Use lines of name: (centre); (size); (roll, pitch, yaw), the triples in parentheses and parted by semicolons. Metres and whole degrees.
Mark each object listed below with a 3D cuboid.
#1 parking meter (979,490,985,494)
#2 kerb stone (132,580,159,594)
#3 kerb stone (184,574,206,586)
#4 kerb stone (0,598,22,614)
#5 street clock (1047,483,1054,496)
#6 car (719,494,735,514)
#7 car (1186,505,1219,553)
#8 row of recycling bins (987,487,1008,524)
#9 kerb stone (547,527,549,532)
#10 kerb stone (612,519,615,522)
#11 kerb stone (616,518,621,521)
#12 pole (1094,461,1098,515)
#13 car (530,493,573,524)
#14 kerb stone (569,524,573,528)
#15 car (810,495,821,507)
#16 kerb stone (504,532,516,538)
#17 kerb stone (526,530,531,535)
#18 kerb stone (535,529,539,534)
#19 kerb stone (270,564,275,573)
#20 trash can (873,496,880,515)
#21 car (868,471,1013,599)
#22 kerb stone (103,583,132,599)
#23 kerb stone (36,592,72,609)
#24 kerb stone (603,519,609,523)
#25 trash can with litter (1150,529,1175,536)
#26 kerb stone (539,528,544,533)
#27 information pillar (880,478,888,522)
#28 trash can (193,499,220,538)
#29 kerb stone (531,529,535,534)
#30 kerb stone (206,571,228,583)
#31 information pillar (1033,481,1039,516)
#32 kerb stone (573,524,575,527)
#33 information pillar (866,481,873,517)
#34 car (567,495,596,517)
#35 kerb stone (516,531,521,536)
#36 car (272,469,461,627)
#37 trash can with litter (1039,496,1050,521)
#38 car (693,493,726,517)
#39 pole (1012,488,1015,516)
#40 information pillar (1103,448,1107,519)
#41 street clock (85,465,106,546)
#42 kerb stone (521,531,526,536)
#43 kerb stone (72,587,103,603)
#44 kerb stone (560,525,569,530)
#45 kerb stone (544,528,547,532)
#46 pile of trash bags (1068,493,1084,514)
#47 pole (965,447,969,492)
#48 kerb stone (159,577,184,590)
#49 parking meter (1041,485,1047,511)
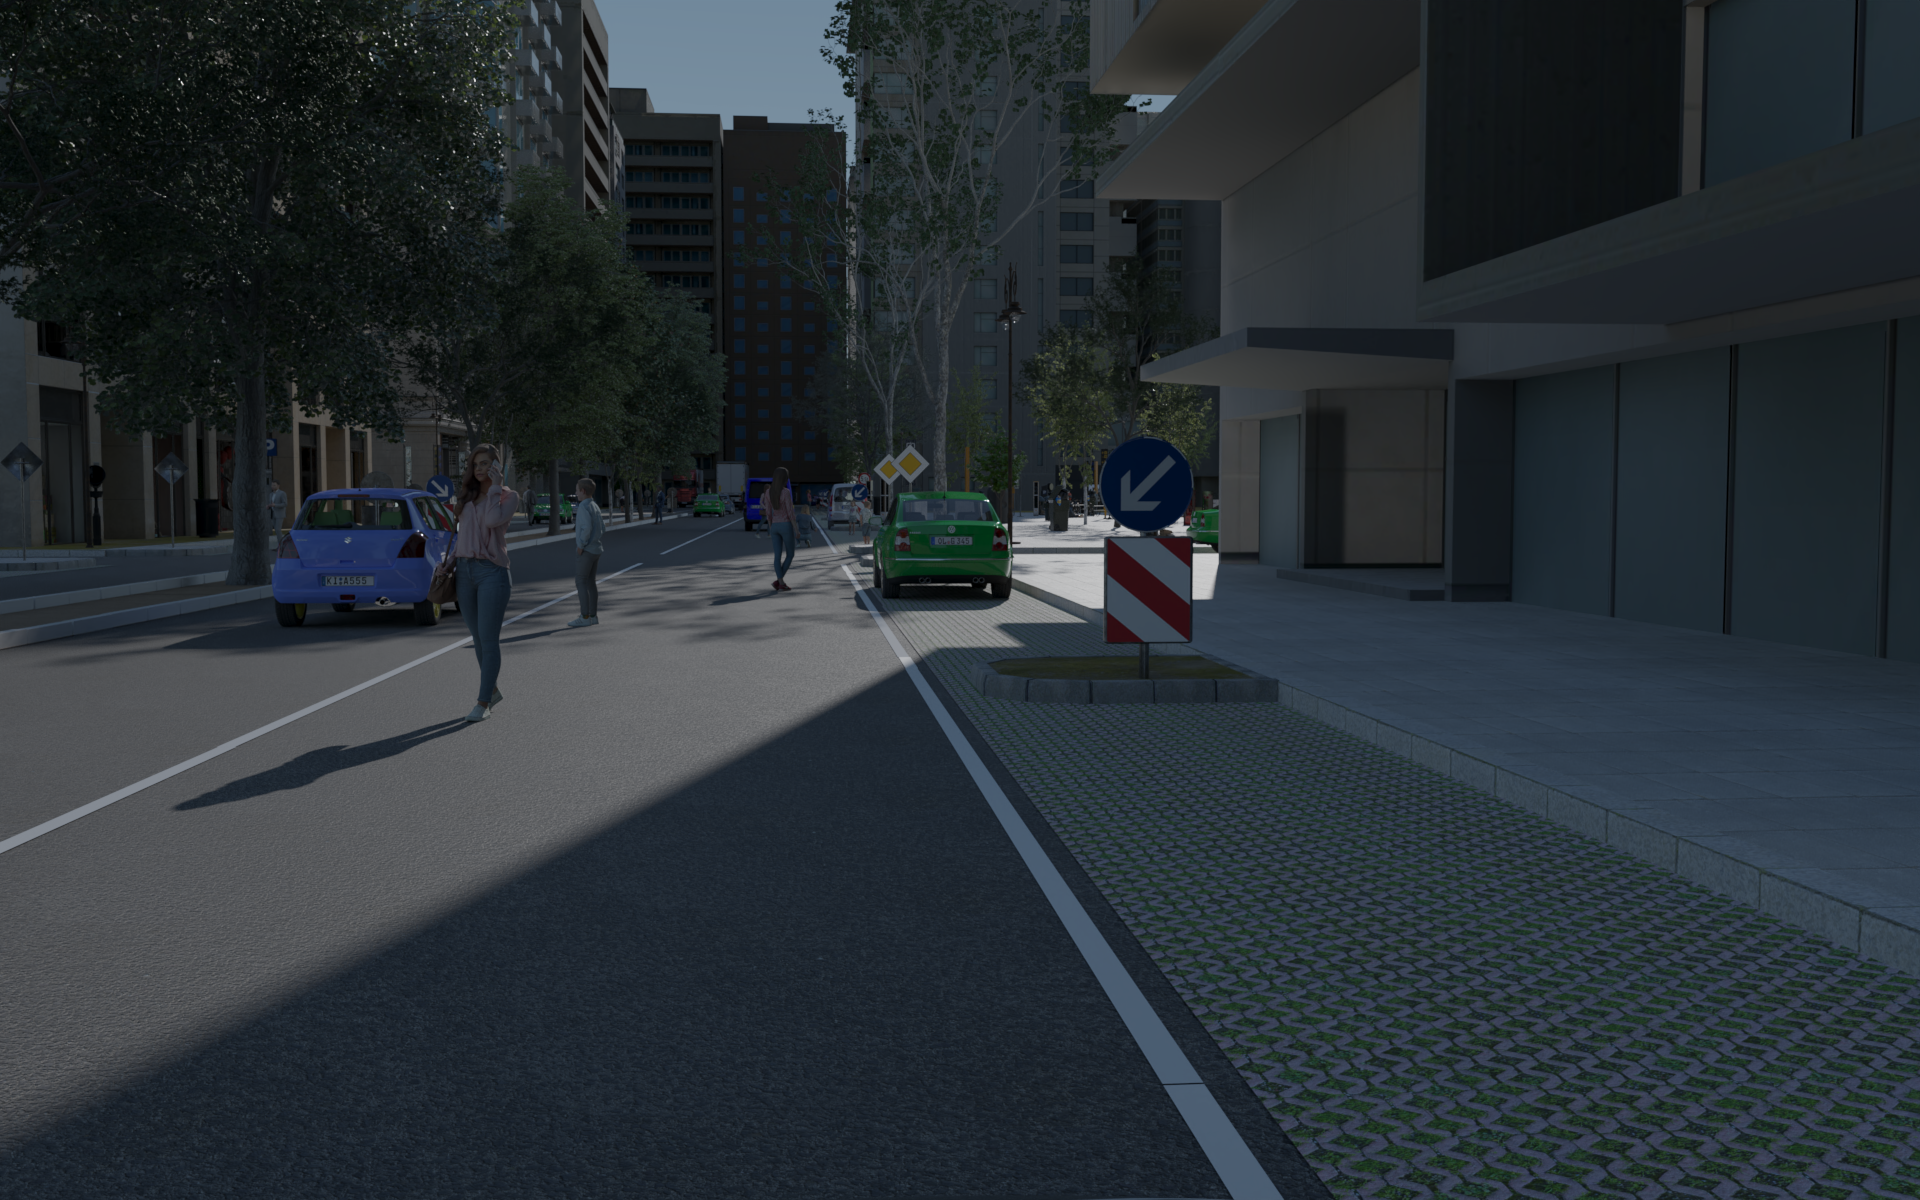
parking meter: (1.458, -6.543, 115.384); (0.372, 1.533, 0.369); (0, 3, 0)
kerb stone: (-11.841, -0.170, 24.988); (0.120, 0.150, 1.000); (0, 4, -5)
kerb stone: (-12.033, -0.293, 27.029); (0.120, 0.150, 1.000); (0, 4, -5)
kerb stone: (-11.459, 0.080, 20.894); (0.120, 0.150, 1.000); (0, 4, -5)
street clock: (5.983, -6.746, 114.863); (0.358, 2.002, 0.471); (3, 4, 36)
car: (-16.968, -6.779, 122.831); (2.014, 1.417, 4.499); (0, 4, -4)
car: (7.714, -1.951, 40.700); (4.718, 1.807, 1.959); (0, 4, -4)
row of recycling bins: (1.676, -4.262, 76.801); (1.069, 1.692, 3.534); (0, 4, 0)
kerb stone: (-15.644, -2.637, 65.313); (0.120, 0.150, 1.000); (0, 4, -5)
kerb stone: (-17.747, -4.012, 87.784); (0.120, 0.150, 1.000); (0, 4, -5)
kerb stone: (-18.043, -4.199, 90.841); (0.120, 0.150, 1.000); (0, 4, -5)
pole: (8.504, -7.002, 108.326); (0.158, 3.312, 0.155); (0, 3, 0)
car: (-19.823, -4.591, 83.864); (1.959, 1.807, 4.718); (0, 4, -7)
kerb stone: (-16.212, -3.012, 71.433); (0.120, 0.150, 1.000); (0, 4, -5)
car: (-14.573, -10.031, 176.582); (1.945, 1.354, 3.894); (0, 4, -4)
kerb stone: (-14.864, -2.131, 57.155); (0.120, 0.150, 1.000); (0, 4, -5)
kerb stone: (-15.157, -2.326, 60.219); (0.120, 0.150, 1.000); (0, 4, -5)
kerb stone: (-15.348, -2.450, 62.255); (0.120, 0.150, 1.000); (0, 4, -5)
kerb stone: (-12.416, -0.544, 31.108); (0.120, 0.150, 1.000); (0, 4, -5)
trash can: (-4.895, -5.650, 104.027); (0.748, 1.137, 0.748); (0, 3, 0)
car: (-0.320, -0.994, 25.044); (1.959, 1.807, 4.718); (0, 4, -5)
kerb stone: (-11.743, -0.106, 23.963); (0.120, 0.150, 1.000); (0, 4, -5)
kerb stone: (-11.548, 0.017, 21.920); (0.120, 0.150, 1.000); (0, 4, -5)
kerb stone: (-17.657, -3.948, 86.749); (0.120, 0.150, 1.000); (0, 4, -5)
trash can with litter: (5.647, -2.317, 49.264); (1.055, 1.170, 0.624); (3, 5, 39)
kerb stone: (-15.444, -2.508, 63.279); (0.120, 0.150, 1.000); (0, 4, -5)
information pillar: (-3.459, -4.598, 79.676); (0.304, 2.012, 0.304); (2, 4, 34)
trash can: (-22.108, -2.397, 50.850); (0.748, 1.137, 0.748); (0, 3, 0)
kerb stone: (-15.253, -2.388, 61.237); (0.120, 0.150, 1.000); (0, 4, -5)
kerb stone: (-12.125, -0.358, 28.047); (0.120, 0.150, 1.000); (0, 4, -5)
information pillar: (4.425, -5.894, 100.860); (0.304, 2.012, 0.304); (0, 4, 2)
kerb stone: (-16.305, -3.074, 72.454); (0.120, 0.150, 1.000); (0, 4, -5)
information pillar: (-4.928, -5.487, 94.206); (0.304, 2.012, 0.304); (1, 4, 17)
car: (-21.224, -5.164, 96.428); (2.014, 1.417, 4.499); (0, 4, -6)
kerb stone: (-14.970, -2.200, 58.171); (0.120, 0.150, 1.000); (0, 4, -5)
car: (-6.675, -0.641, 20.074); (1.945, 1.707, 3.694); (0, 4, -7)
trash can with litter: (4.446, -4.315, 81.932); (0.624, 1.170, 1.055); (-3, 5, -41)
car: (-15.621, -6.063, 107.920); (1.959, 1.807, 4.718); (0, 4, -4)
pole: (3.172, -6.685, 103.149); (0.158, 3.312, 0.155); (0, 3, 0)
information pillar: (7.460, -5.971, 88.985); (0.183, 3.616, 0.504); (0, 4, -2)
street clock: (-21.528, -2.361, 43.166); (0.471, 2.002, 0.358); (-2, 4, -24)
kerb stone: (-15.056, -2.260, 59.190); (0.120, 0.150, 1.000); (0, 4, -5)
kerb stone: (-11.648, -0.045, 22.938); (0.120, 0.150, 1.000); (0, 4, -5)
kerb stone: (-16.114, -2.948, 70.403); (0.120, 0.150, 1.000); (0, 4, -5)
kerb stone: (-15.544, -2.575, 64.296); (0.120, 0.150, 1.000); (0, 4, -5)
pile of trash bags: (7.544, -6.452, 115.235); (1.912, 1.369, 3.447); (-1, 4, -13)
pole: (0.308, -4.979, 75.246); (0.158, 3.312, 0.155); (0, 3, 0)
kerb stone: (-11.938, -0.233, 26.005); (0.120, 0.150, 1.000); (0, 4, -5)
parking meter: (5.331, -6.366, 109.794); (0.399, 1.863, 0.255); (0, 4, -4)
